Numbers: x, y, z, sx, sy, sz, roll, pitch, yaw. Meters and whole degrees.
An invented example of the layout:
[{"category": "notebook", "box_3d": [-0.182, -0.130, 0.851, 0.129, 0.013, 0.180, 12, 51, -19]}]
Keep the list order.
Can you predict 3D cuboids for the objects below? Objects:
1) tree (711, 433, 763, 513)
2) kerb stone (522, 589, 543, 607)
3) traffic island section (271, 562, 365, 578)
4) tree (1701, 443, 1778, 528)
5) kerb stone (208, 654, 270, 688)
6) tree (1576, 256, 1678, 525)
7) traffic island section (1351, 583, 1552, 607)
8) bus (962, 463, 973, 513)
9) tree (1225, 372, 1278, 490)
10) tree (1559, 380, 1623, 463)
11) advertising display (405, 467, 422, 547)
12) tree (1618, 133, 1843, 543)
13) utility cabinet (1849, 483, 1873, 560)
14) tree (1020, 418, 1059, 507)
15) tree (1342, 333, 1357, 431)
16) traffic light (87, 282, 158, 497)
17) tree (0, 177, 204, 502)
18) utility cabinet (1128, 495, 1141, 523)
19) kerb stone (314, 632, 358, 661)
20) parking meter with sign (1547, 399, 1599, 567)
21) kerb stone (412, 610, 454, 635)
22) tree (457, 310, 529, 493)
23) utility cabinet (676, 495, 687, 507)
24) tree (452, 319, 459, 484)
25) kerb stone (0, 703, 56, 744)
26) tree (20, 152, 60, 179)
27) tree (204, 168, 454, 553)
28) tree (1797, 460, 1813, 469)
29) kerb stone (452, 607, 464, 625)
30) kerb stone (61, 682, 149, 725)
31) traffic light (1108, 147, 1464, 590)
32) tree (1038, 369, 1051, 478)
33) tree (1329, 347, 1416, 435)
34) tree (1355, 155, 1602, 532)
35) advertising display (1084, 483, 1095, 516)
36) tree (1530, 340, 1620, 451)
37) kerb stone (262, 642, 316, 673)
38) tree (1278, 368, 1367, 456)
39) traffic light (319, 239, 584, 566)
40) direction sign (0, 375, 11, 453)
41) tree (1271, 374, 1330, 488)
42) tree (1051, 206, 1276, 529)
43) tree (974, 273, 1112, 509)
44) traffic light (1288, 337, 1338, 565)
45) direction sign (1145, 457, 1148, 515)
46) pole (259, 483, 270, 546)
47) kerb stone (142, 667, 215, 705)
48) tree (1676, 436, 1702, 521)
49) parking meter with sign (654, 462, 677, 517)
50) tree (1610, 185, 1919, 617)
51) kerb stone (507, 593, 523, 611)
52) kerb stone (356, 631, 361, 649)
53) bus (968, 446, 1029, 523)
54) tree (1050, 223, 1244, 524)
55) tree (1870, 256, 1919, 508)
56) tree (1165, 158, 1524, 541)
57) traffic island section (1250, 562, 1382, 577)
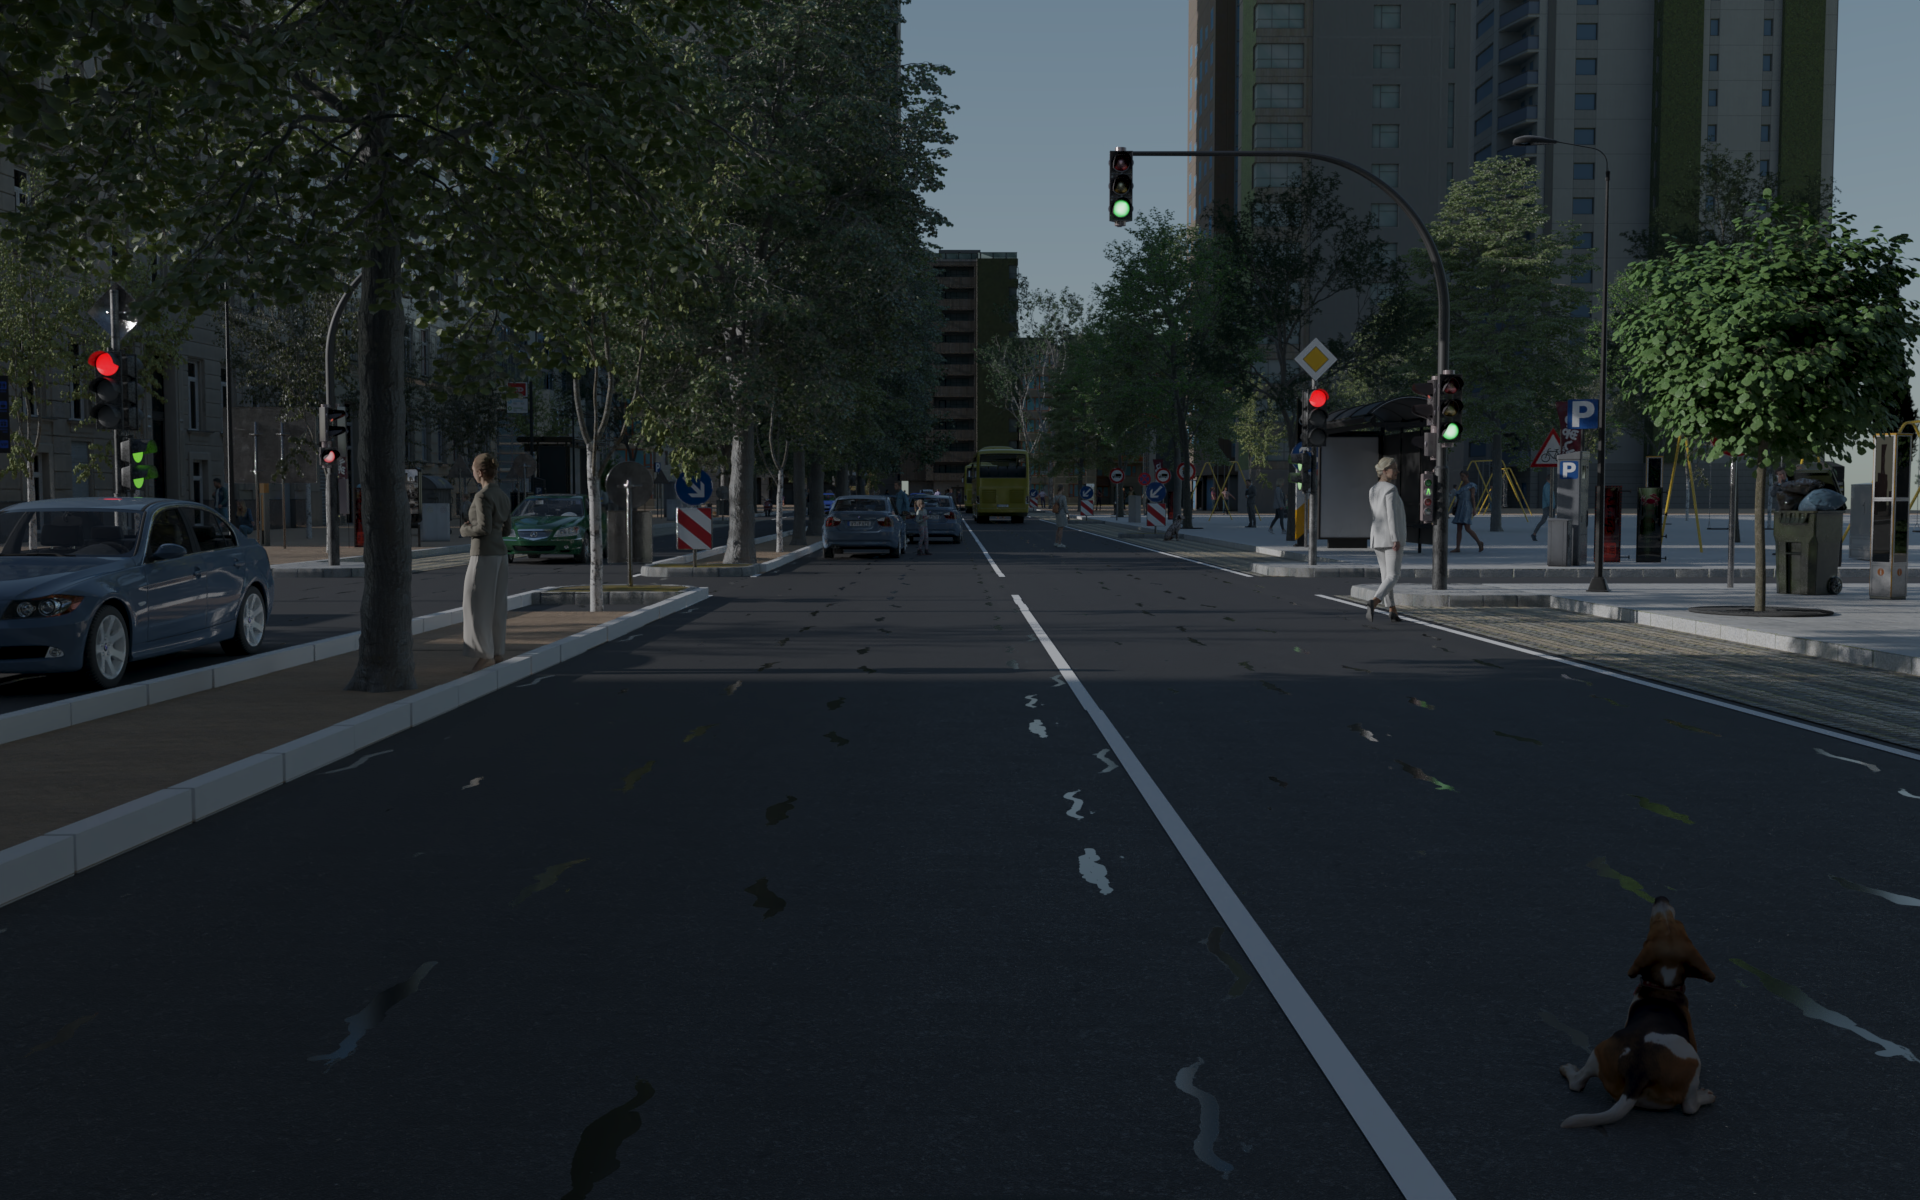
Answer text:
[{"category": "tree", "box_3d": [-13.998, -11.699, 117.032, 9.928, 11.665, 9.643, 0, 3, 0]}, {"category": "kerb stone", "box_3d": [-5.619, -0.015, 22.442, 0.120, 0.150, 1.000, 0, 4, 0]}, {"category": "traffic island section", "box_3d": [-11.258, -0.540, 31.108, 2.009, 0.180, 2.903, 0, 4, 0]}, {"category": "tree", "box_3d": [30.464, -6.974, 64.391, 4.360, 8.622, 3.978, 0, 3, 0]}, {"category": "kerb stone", "box_3d": [-5.539, 0.549, 13.218, 0.120, 0.150, 1.000, 0, 4, 0]}, {"category": "tree", "box_3d": [29.430, -8.975, 72.497, 9.928, 11.665, 9.643, 0, 3, 0]}, {"category": "traffic island section", "box_3d": [6.450, -0.060, 23.266, 2.009, 0.180, 2.903, 0, 4, 0]}, {"category": "bus", "box_3d": [1.589, -8.622, 132.517, 2.896, 3.916, 12.252, 0, 3, 0]}, {"category": "tree", "box_3d": [17.616, -9.348, 103.207, 4.737, 8.622, 4.395, 0, 3, 0]}, {"category": "tree", "box_3d": [35.169, -9.025, 97.926, 4.737, 8.622, 4.395, 0, 3, 0]}, {"category": "advertising display", "box_3d": [-13.560, -2.260, 42.171, 0.974, 1.923, 0.123, 1, 4, 15]}, {"category": "tree", "box_3d": [20.183, -6.799, 45.579, 7.601, 10.594, 8.767, 0, 4, 1]}, {"category": "utility cabinet", "box_3d": [17.579, -1.518, 33.497, 0.318, 1.500, 1.173, 0, 4, 7]}, {"category": "tree", "box_3d": [7.897, -13.277, 167.441, 4.737, 8.622, 4.395, 0, 3, 0]}, {"category": "tree", "box_3d": [25.398, -11.203, 101.298, 7.486, 12.596, 7.792, 0, 3, 0]}, {"category": "traffic light", "box_3d": [-11.151, -2.084, 22.989, 0.839, 4.253, 0.868, 0, 4, 0]}, {"category": "tree", "box_3d": [-20.680, -5.659, 42.882, 4.737, 8.622, 4.395, 0, 3, 0]}, {"category": "utility cabinet", "box_3d": [7.889, -4.098, 78.164, 0.306, 1.237, 1.020, -1, 4, -12]}, {"category": "kerb stone", "box_3d": [-5.562, 0.424, 15.266, 0.120, 0.150, 1.000, 0, 4, 0]}, {"category": "parking meter with sign", "box_3d": [11.005, -2.135, 31.170, 0.543, 3.016, 1.738, 2, 4, 32]}, {"category": "kerb stone", "box_3d": [-5.590, 0.235, 18.350, 0.120, 0.150, 1.000, 0, 4, 0]}, {"category": "tree", "box_3d": [-19.314, -7.276, 69.327, 4.360, 8.622, 3.978, 0, 3, 0]}, {"category": "utility cabinet", "box_3d": [-14.991, -5.020, 93.234, 0.306, 1.237, 1.020, -2, 4, -28]}, {"category": "tree", "box_3d": [-20.446, -6.833, 62.085, 4.360, 8.622, 3.978, 0, 3, 0]}, {"category": "kerb stone", "box_3d": [-5.518, 0.738, 10.135, 0.120, 0.150, 1.000, 0, 4, 0]}, {"category": "tree", "box_3d": [-19.655, -5.236, 35.975, 4.737, 8.622, 4.395, 0, 3, 0]}, {"category": "tree", "box_3d": [-13.978, -5.332, 37.544, 4.360, 8.622, 3.978, 0, 3, 0]}, {"category": "tree", "box_3d": [26.296, -6.434, 55.552, 4.737, 8.622, 4.395, 0, 3, 0]}, {"category": "kerb stone", "box_3d": [-5.599, 0.175, 19.375, 0.120, 0.150, 1.000, 0, 4, 0]}, {"category": "kerb stone", "box_3d": [-5.530, 0.676, 11.157, 0.120, 0.150, 1.000, 0, 4, 0]}, {"category": "traffic light", "box_3d": [4.319, -2.956, 22.993, 4.771, 5.953, 1.251, 0, 4, 0]}, {"category": "tree", "box_3d": [9.171, -12.759, 126.735, 7.486, 12.596, 7.792, 0, 3, 0]}, {"category": "tree", "box_3d": [19.231, -7.854, 78.770, 4.360, 8.622, 3.978, 0, 3, 0]}, {"category": "tree", "box_3d": [17.945, -8.616, 58.993, 7.486, 12.596, 7.792, 0, 3, 0]}, {"category": "advertising display", "box_3d": [7.649, -5.935, 102.255, 0.123, 1.923, 0.974, 3, 4, 36]}, {"category": "tree", "box_3d": [28.774, -7.990, 80.998, 4.360, 8.622, 3.978, 0, 3, 0]}, {"category": "kerb stone", "box_3d": [-5.559, 0.486, 14.244, 0.120, 0.150, 1.000, 0, 4, 0]}, {"category": "tree", "box_3d": [19.933, -8.691, 92.454, 4.737, 8.622, 4.395, 0, 3, 0]}, {"category": "traffic light", "box_3d": [-9.126, -3.447, 31.027, 4.771, 5.953, 1.251, 0, 4, 0]}, {"category": "direction sign", "box_3d": [-18.573, -2.510, 33.042, 0.876, 3.537, 0.379, -1, 4, -8]}, {"category": "tree", "box_3d": [17.906, -8.327, 86.507, 4.360, 8.622, 3.978, 0, 3, 0]}, {"category": "tree", "box_3d": [8.227, -8.426, 63.522, 9.928, 11.665, 9.643, 0, 3, 0]}, {"category": "tree", "box_3d": [7.294, -17.863, 147.945, 12.611, 20.169, 13.585, 0, 3, 0]}, {"category": "traffic light", "box_3d": [6.343, -2.582, 31.136, 0.839, 4.253, 0.868, 0, 4, 0]}, {"category": "direction sign", "box_3d": [11.406, -6.959, 105.770, 0.379, 3.537, 0.876, 1, 4, 9]}, {"category": "pole", "box_3d": [-17.130, -2.983, 42.621, 0.158, 3.312, 0.155, 0, 3, 0]}, {"category": "kerb stone", "box_3d": [-5.540, 0.612, 12.196, 0.120, 0.150, 1.000, 0, 4, 0]}, {"category": "tree", "box_3d": [34.957, -8.076, 82.408, 4.360, 8.622, 3.978, 0, 3, 0]}, {"category": "parking meter with sign", "box_3d": [-15.920, -6.051, 95.198, 1.738, 3.016, 0.543, 1, 4, 22]}, {"category": "tree", "box_3d": [8.726, -2.134, 18.612, 4.285, 4.588, 4.351, 0, 3, 0]}, {"category": "kerb stone", "box_3d": [-5.616, 0.049, 21.421, 0.120, 0.150, 1.000, 0, 4, 0]}, {"category": "kerb stone", "box_3d": [-5.576, 0.364, 16.289, 0.120, 0.150, 1.000, 0, 4, 0]}, {"category": "bus", "box_3d": [1.963, -5.938, 88.631, 2.896, 3.916, 12.252, 0, 4, -1]}, {"category": "tree", "box_3d": [8.904, -9.478, 73.089, 7.486, 12.596, 7.792, 0, 3, 0]}, {"category": "tree", "box_3d": [57.126, -11.711, 93.291, 18.604, 14.587, 13.155, -2, 4, -29]}, {"category": "tree", "box_3d": [9.347, -6.907, 47.346, 7.601, 10.594, 8.767, -3, 5, -40]}, {"category": "traffic island section", "box_3d": [6.383, -0.549, 31.250, 2.009, 0.180, 2.903, 0, 4, 0]}]
